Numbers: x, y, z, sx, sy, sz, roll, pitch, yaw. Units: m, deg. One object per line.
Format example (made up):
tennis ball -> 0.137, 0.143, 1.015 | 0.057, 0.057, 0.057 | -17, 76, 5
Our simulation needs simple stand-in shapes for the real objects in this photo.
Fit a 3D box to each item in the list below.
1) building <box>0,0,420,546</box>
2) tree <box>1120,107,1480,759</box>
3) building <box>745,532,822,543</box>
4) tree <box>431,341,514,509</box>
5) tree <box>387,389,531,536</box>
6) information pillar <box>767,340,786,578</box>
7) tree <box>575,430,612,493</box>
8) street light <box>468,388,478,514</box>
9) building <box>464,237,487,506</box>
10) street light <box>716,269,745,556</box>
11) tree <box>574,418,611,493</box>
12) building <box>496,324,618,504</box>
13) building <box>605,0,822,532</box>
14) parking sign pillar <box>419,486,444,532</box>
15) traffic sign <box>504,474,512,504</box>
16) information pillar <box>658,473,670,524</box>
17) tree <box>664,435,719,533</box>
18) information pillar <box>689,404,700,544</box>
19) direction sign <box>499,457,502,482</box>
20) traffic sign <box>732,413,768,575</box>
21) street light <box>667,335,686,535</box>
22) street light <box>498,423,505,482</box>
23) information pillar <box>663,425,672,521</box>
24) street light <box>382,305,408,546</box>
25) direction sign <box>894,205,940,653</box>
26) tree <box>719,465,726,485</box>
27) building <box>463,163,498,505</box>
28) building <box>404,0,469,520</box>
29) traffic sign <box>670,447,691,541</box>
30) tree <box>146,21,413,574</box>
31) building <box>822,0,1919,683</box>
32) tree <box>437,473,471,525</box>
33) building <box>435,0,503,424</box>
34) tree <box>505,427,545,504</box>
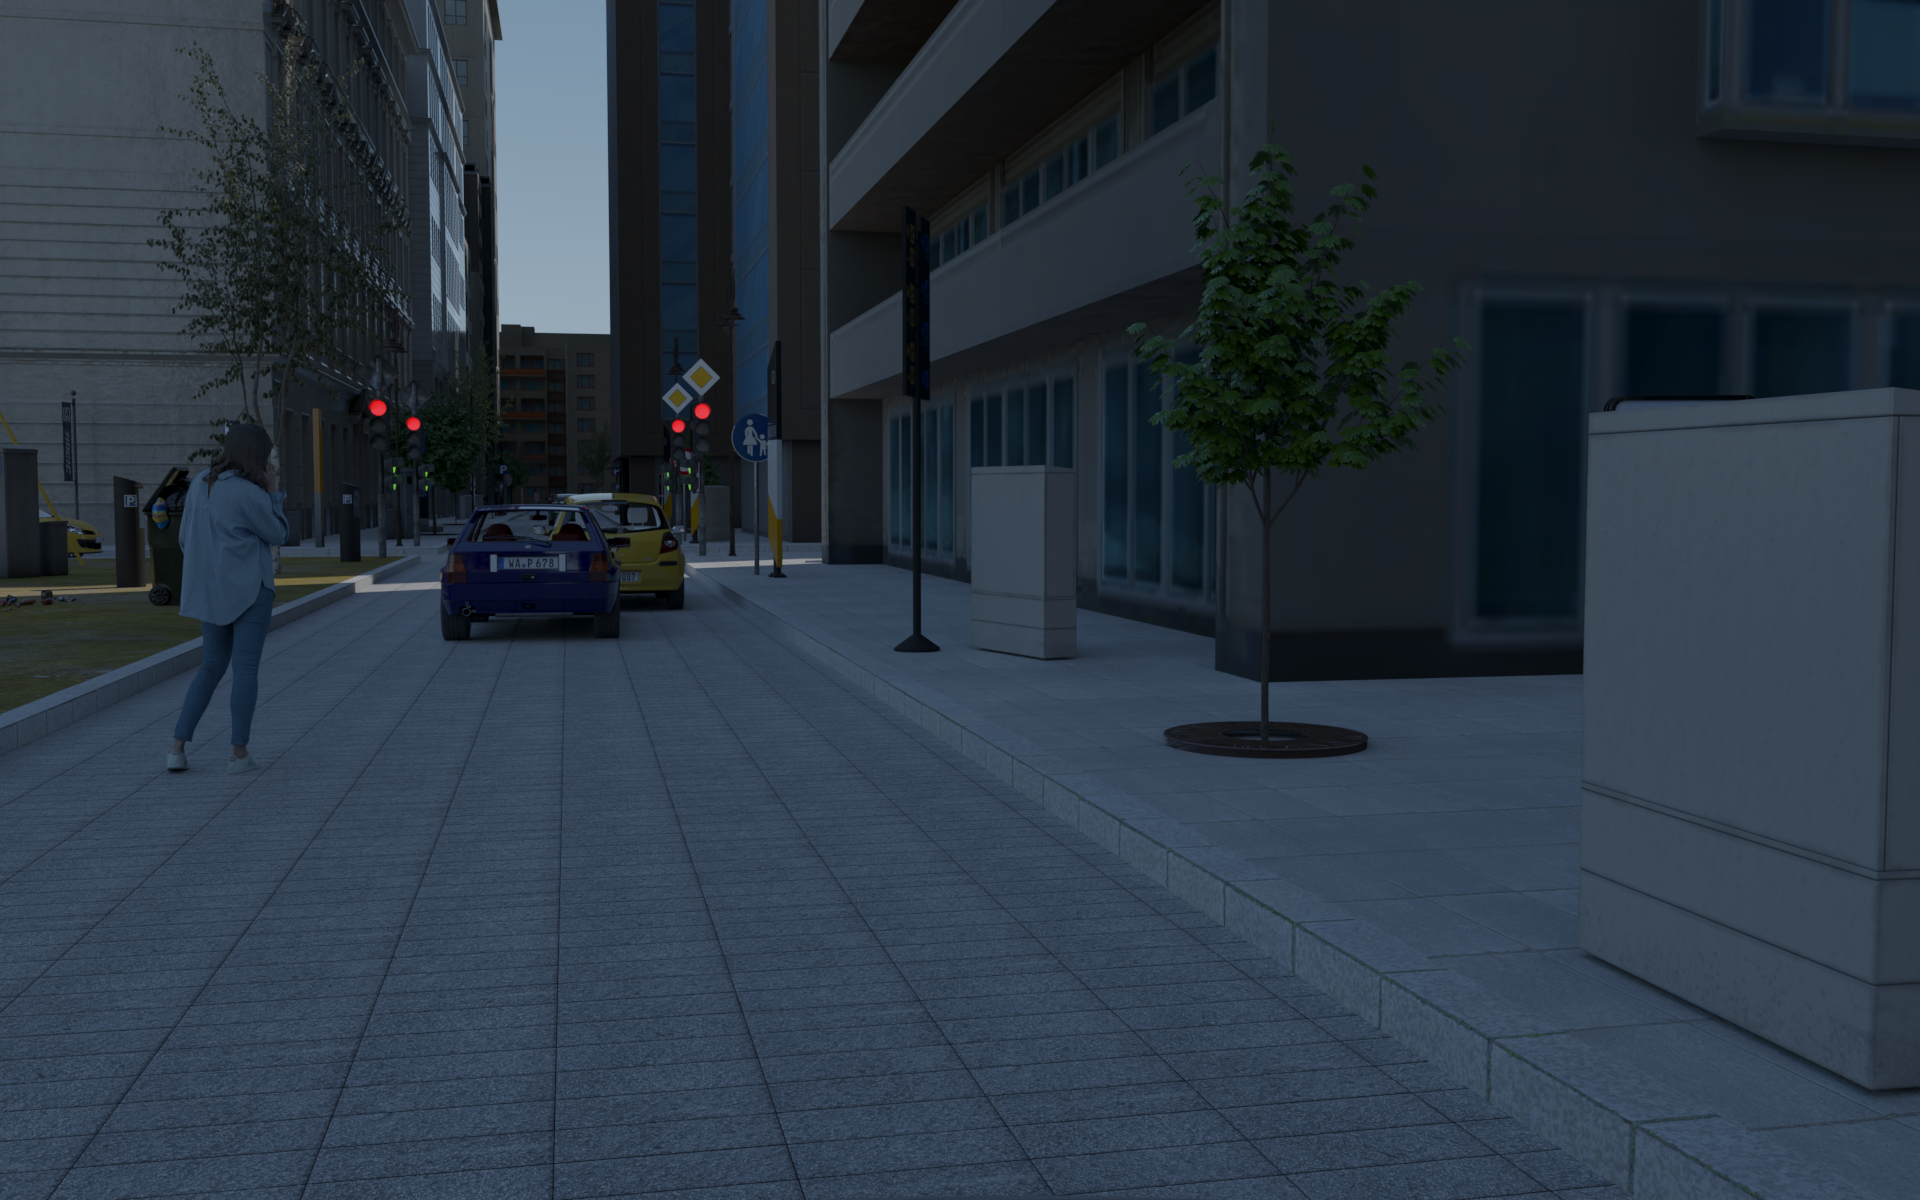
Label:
building -> -29.741, -17.476, 62.147 | 17.030, 29.872, 44.131 | -1, 4, -13
tree -> 1.462, -0.863, 8.714 | 1.663, 3.219, 1.824 | 0, 3, 0
building -> 0.697, -24.574, 51.900 | 14.200, 45.320, 14.600 | -1, 4, -13
tree -> -23.564, -8.151, 83.626 | 4.737, 8.622, 4.395 | 0, 3, 0
tree -> -16.425, -4.306, 54.115 | 4.285, 4.588, 4.351 | 0, 3, 0
information pillar -> -2.841, -2.156, 26.606 | 0.183, 3.616, 0.504 | -1, 4, -23
tree -> -40.345, -14.837, 192.954 | 4.360, 8.622, 3.978 | 0, 3, 0
street light -> -21.280, -6.286, 75.558 | 0.468, 5.910, 1.993 | -1, 4, -13
building -> -49.642, -17.214, 126.484 | 27.650, 21.520, 28.899 | -1, 4, -13
street light -> -4.715, -3.848, 35.704 | 0.468, 5.910, 1.993 | -1, 4, -13
tree -> -34.742, -13.240, 166.831 | 4.737, 8.622, 4.395 | 0, 3, 0
building -> -53.713, -22.425, 211.685 | 28.899, 21.520, 27.650 | -1, 4, -13
building -> -7.193, -25.703, 70.353 | 14.600, 45.320, 14.200 | -1, 4, -13
parking sign pillar -> -18.308, -4.299, 58.769 | 1.447, 3.967, 1.447 | -1, 4, -21
traffic sign -> -29.075, -6.782, 110.993 | 0.768, 2.556, 0.104 | -1, 4, -11
information pillar -> -10.382, -3.445, 60.818 | 0.304, 2.012, 0.304 | -2, 4, -32
tree -> -8.974, -3.825, 57.137 | 1.663, 3.219, 1.824 | 0, 3, 0
information pillar -> -6.834, -3.270, 44.815 | 0.183, 3.616, 0.504 | -2, 4, -35
direction sign -> -28.190, -6.992, 106.311 | 0.379, 3.537, 0.876 | -1, 4, -23
traffic sign -> -3.223, -1.671, 27.425 | 0.768, 2.556, 0.104 | 0, 4, -7
street light -> -8.255, -4.751, 50.468 | 0.468, 5.910, 1.993 | -1, 4, -13
street light -> -28.680, -8.296, 108.421 | 0.468, 5.910, 1.993 | -1, 4, -13
information pillar -> -9.877, -4.106, 58.492 | 0.183, 3.616, 0.504 | -2, 4, -32
street light -> -13.799, -4.261, 42.452 | 0.468, 5.910, 1.993 | -1, 4, -13
direction sign -> -0.352, -1.351, 14.083 | 0.379, 3.537, 0.876 | 1, 4, 11
tree -> -8.876, -3.975, 59.592 | 1.663, 3.219, 1.824 | 0, 3, 0
building -> -47.672, -23.108, 149.515 | 14.160, 30.474, 14.107 | -1, 4, -13
building -> -34.702, -19.655, 98.859 | 11.434, 29.767, 29.804 | -1, 4, -13
traffic sign -> -7.499, -2.878, 47.162 | 0.768, 2.556, 0.104 | 0, 4, -7
tree -> -10.980, -4.734, 27.770 | 4.360, 8.622, 3.978 | 0, 3, 0
building -> 10.127, -24.413, 22.859 | 21.300, 48.544, 21.600 | -1, 4, -13
tree -> -20.945, -4.697, 71.397 | 1.663, 3.219, 1.824 | 0, 3, 0
building -> -59.121, -35.491, 169.518 | 27.495, 52.752, 28.713 | -1, 4, -13
tree -> -48.067, -14.713, 190.912 | 4.360, 8.622, 3.978 | 0, 3, 0
